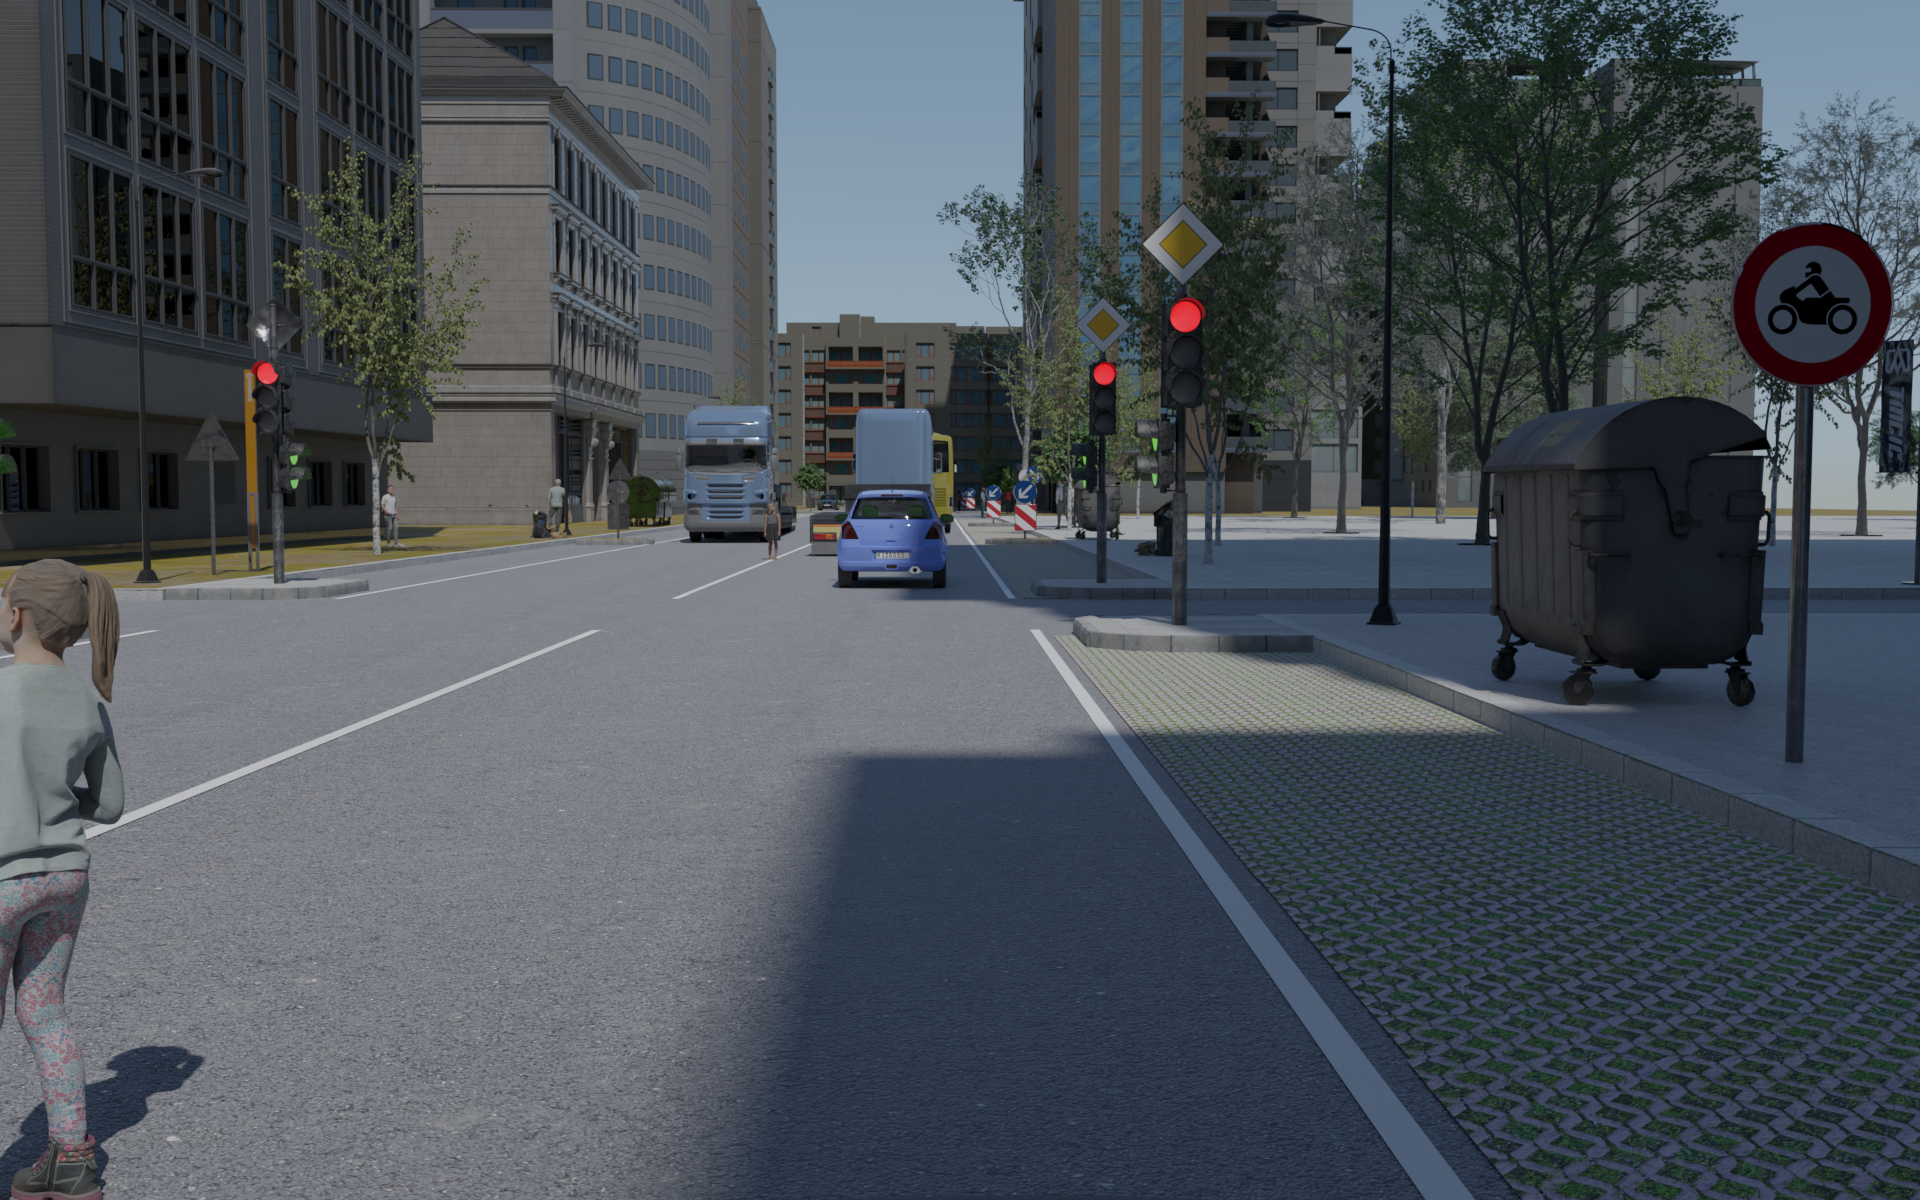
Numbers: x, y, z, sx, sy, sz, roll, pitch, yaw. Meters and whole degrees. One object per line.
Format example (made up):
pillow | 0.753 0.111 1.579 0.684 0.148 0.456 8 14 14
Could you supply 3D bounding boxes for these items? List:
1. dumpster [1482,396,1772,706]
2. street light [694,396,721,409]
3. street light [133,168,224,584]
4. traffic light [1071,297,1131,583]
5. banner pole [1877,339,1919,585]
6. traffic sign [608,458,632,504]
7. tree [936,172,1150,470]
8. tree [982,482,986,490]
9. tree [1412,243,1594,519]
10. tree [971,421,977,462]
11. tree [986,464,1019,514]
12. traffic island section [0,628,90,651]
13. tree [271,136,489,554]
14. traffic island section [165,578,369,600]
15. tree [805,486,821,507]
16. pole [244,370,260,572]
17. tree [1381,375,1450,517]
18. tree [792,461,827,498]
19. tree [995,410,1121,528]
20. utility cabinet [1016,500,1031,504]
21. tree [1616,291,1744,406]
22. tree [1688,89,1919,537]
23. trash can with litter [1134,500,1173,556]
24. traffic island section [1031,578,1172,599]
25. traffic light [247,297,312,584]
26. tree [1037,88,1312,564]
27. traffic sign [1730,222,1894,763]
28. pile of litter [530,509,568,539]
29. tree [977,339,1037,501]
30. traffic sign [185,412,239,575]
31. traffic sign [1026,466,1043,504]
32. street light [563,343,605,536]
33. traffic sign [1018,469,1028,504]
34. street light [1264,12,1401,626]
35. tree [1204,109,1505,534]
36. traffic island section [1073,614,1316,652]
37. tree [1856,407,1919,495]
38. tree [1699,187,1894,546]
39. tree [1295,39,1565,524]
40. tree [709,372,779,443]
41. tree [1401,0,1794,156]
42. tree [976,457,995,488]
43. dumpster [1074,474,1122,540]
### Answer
dumpster | 4.252 -0.330 11.153 1.264 1.857 1.865 0 4 -1
street light | -12.044 -6.711 82.274 1.470 5.913 1.316 0 4 -1
street light | -11.192 -3.198 24.832 1.470 5.913 1.316 0 4 -1
traffic light | 2.024 -2.199 24.874 0.839 4.253 0.868 0 4 -1
banner pole | 13.481 -2.120 24.686 0.401 3.779 0.863 -2 4 -29
traffic sign | -12.306 -3.833 62.667 0.884 2.594 0.081 0 4 5
tree | 4.819 -14.934 100.065 12.611 20.169 13.585 0 3 0
tree | 2.782 -8.878 139.751 1.663 3.219 1.824 0 3 0
tree | 27.660 -11.153 88.999 9.857 13.997 8.962 0 3 0
tree | 2.752 -12.916 161.532 4.737 8.622 4.395 0 3 0
tree | 3.028 -7.120 111.015 1.663 3.219 1.824 0 3 0
traffic island section | -9.665 0.332 16.845 2.009 0.180 2.903 0 4 -1
tree | -12.215 -5.286 36.784 4.737 8.622 4.395 0 3 0
traffic island section | -9.776 -0.156 24.830 2.009 0.180 2.903 0 4 -1
tree | -15.046 -10.980 174.117 1.663 3.219 1.824 0 3 0
pole | -11.677 -2.124 28.564 0.158 3.312 0.155 0 3 0
tree | 25.530 -8.943 96.586 4.737 8.622 4.395 0 3 0
tree | -14.551 -11.177 166.454 4.285 4.588 4.351 0 3 0
tree | 4.458 -5.042 66.147 4.285 4.588 4.351 0 3 0
utility cabinet | 3.415 -5.148 92.848 0.318 1.500 1.173 -1 4 -23
tree | 25.935 -6.834 62.099 4.737 8.622 4.395 0 3 0
tree | 27.434 -8.692 52.482 12.009 13.543 11.850 0 3 0
trash can with litter | 4.088 -1.501 35.927 1.055 1.170 0.624 3 5 41
traffic island section | 2.065 -0.166 24.988 2.009 0.180 2.903 0 4 -1
traffic light | -9.735 -2.188 24.695 0.839 4.253 0.868 0 4 -1
tree | 4.444 -4.980 31.792 4.737 8.622 4.395 0 3 0
traffic sign | 3.997 -0.496 8.221 0.768 2.556 0.104 0 4 0
pile of litter | -12.039 -2.246 50.684 1.176 0.858 1.719 0 4 -2
tree | 3.675 -6.716 60.175 4.737 8.622 4.395 0 3 0
traffic sign | -11.828 -1.675 27.385 0.884 2.594 0.081 0 4 6
traffic sign | 3.384 -4.819 78.898 0.768 2.556 0.104 0 4 1
street light | -11.623 -4.946 53.402 1.470 5.913 1.316 0 4 -1
traffic sign | 3.331 -5.351 87.592 0.768 2.556 0.104 0 4 0
street light | 3.637 -2.713 16.897 1.470 5.913 1.316 0 4 -1
tree | 12.410 -8.882 55.592 12.009 13.543 11.850 0 3 0
traffic island section | 2.175 0.323 17.004 2.009 0.180 2.903 0 4 -1
tree | 51.655 -7.061 78.357 20.602 7.101 11.467 2 4 35
tree | 20.302 -5.634 42.484 4.360 8.622 3.978 0 3 0
tree | 19.234 -13.354 74.226 12.611 20.169 13.585 0 3 0
tree | -13.242 -9.398 104.012 4.737 8.622 4.395 0 3 0
tree | 11.383 -6.558 32.978 9.928 11.665 9.643 0 3 0
tree | 3.038 -10.213 150.695 4.285 4.588 4.351 0 3 0
dumpster | 3.931 -2.658 49.217 1.264 1.857 1.865 0 4 -1
